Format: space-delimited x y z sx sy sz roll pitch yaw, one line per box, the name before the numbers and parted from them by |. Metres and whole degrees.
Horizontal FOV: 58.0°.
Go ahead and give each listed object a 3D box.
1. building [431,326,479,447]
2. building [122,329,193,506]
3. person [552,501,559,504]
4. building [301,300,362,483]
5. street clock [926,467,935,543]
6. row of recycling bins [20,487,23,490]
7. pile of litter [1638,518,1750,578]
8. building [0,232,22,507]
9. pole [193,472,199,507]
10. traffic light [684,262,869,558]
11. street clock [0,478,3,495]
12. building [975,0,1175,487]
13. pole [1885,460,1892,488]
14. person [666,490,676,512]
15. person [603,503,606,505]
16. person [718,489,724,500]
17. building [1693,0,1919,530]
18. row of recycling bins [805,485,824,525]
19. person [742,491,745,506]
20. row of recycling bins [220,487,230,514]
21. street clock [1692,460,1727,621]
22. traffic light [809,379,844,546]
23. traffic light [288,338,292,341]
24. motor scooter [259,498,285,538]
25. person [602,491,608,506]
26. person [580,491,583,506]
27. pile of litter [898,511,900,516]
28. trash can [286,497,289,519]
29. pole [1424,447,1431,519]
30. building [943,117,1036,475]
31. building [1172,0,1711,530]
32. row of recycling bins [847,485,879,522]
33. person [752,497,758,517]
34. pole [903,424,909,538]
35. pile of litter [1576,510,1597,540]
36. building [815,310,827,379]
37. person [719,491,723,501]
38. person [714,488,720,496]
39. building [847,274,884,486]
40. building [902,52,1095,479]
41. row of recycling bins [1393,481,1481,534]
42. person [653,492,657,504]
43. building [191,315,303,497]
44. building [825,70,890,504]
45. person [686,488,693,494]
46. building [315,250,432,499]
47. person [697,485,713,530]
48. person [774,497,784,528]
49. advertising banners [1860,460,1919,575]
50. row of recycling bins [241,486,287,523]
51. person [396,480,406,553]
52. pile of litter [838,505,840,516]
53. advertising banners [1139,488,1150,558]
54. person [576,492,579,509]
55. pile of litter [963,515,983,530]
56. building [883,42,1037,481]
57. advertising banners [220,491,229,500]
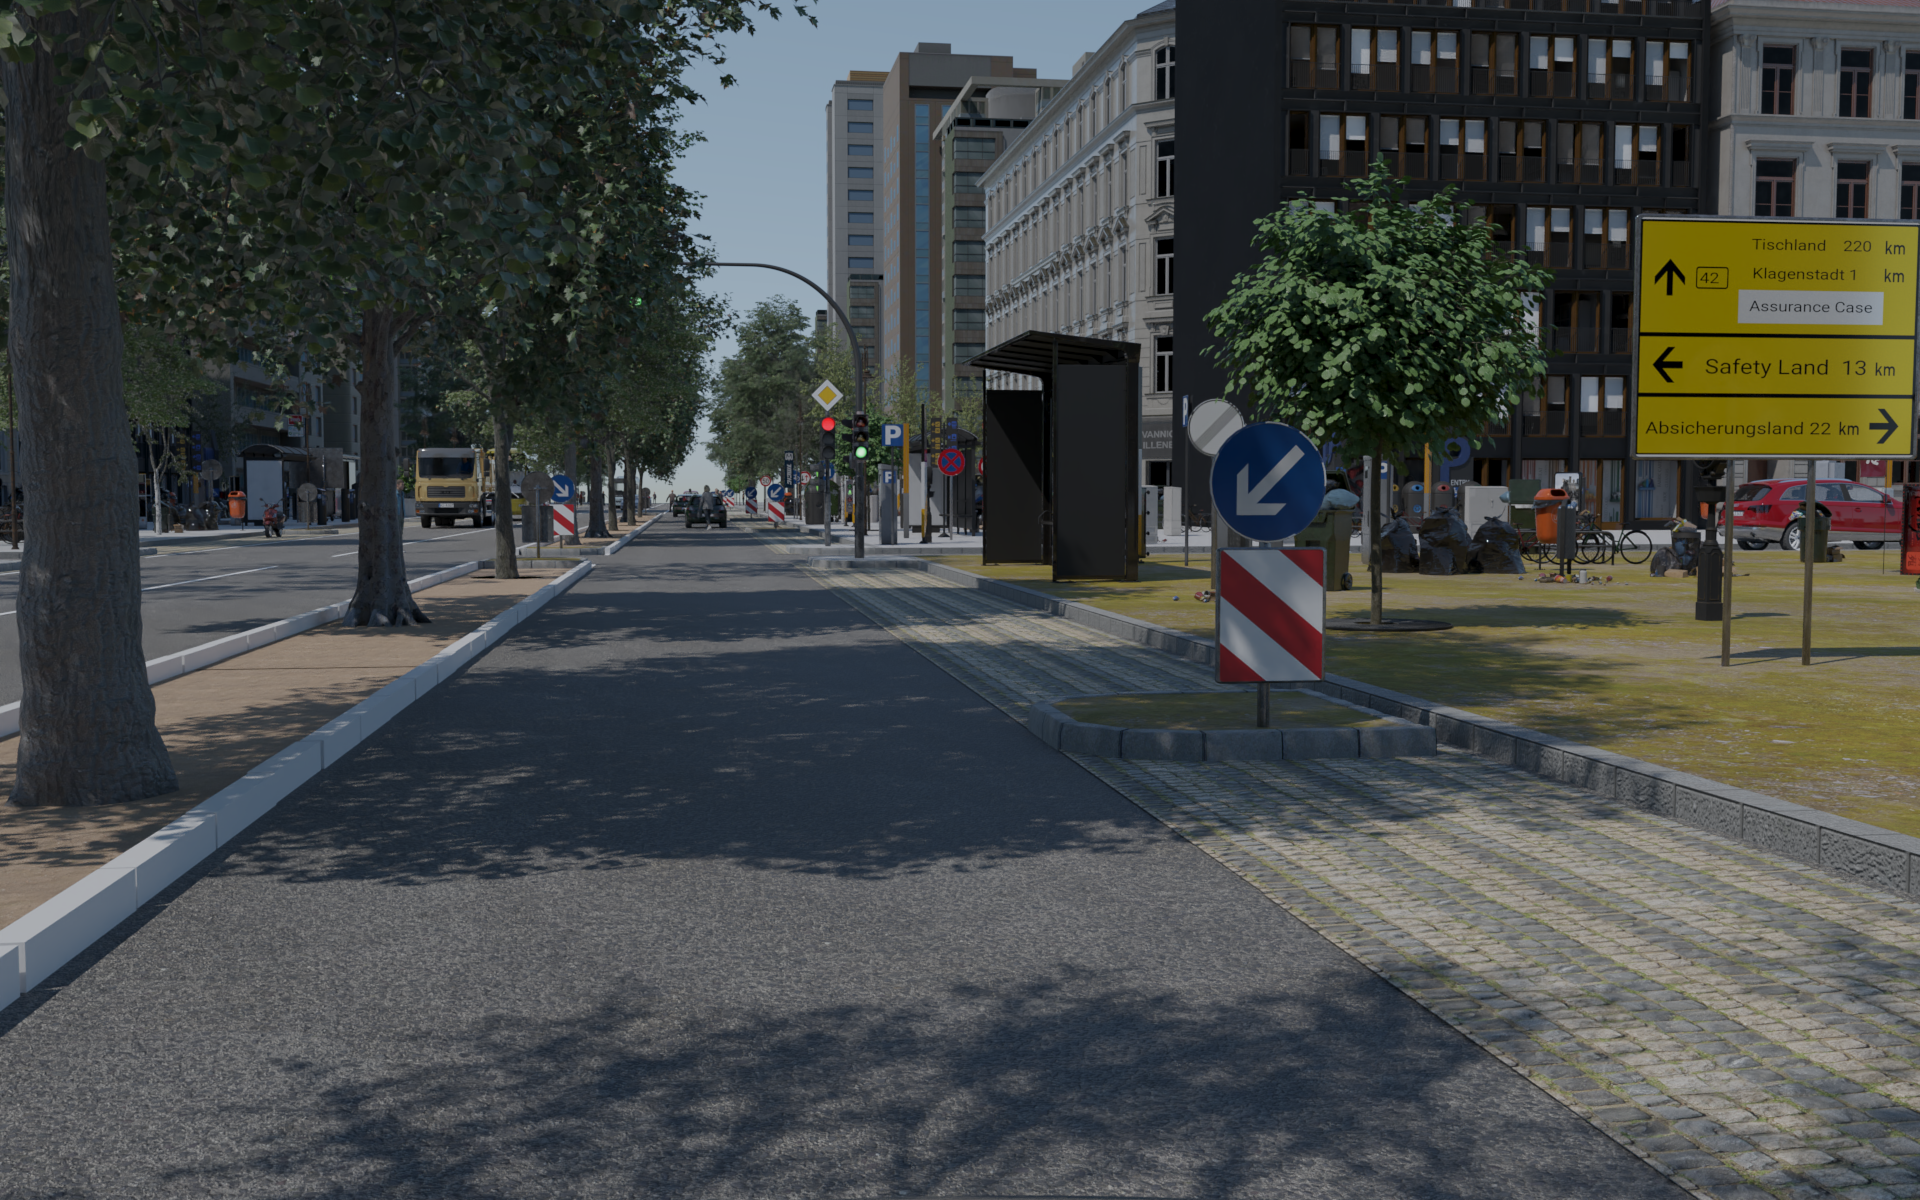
building | -81.913 -39.965 242.664 28.713 52.752 27.495 -1 4 -9
building | -52.052 -16.374 97.391 12.332 23.373 15.834 -1 4 -9
person | -34.971 -8.504 150.767 0.991 1.433 0.599 -1 4 -13
building | -66.681 -18.362 145.257 27.650 21.520 28.899 -1 4 -9
street clock | -0.832 -2.512 45.646 0.358 2.002 0.471 0 4 -1
row of recycling bins | -41.334 -4.321 77.759 1.069 1.692 3.534 -1 4 -11
pile of litter | 11.537 -0.798 27.010 1.719 0.858 1.176 0 4 -3
building | -49.707 -17.929 79.036 13.634 28.700 20.117 -1 4 -9
pole | -29.071 -4.405 65.863 0.158 3.312 0.155 0 3 0
traffic light | -4.093 -3.634 34.080 4.771 5.953 1.251 -1 4 -9
street clock | -39.316 -4.044 70.688 0.471 2.002 0.358 -2 4 -26
building | 12.811 -19.705 98.591 17.030 29.872 44.131 -1 4 -9
pole | 28.712 -3.653 53.574 0.158 3.312 0.155 0 3 0
person | -22.605 -7.761 135.940 0.990 1.755 0.434 -1 4 -15
person | -47.609 -13.639 231.513 0.705 1.822 1.348 2 4 35
person | -22.293 -9.249 159.359 1.348 1.869 0.705 -3 5 -40
building | 35.944 -14.133 67.224 21.152 22.565 11.583 -1 4 -9
row of recycling bins | -6.116 -4.084 73.887 1.069 1.692 3.534 0 4 -5
person | -24.512 -11.450 195.726 0.705 1.822 1.348 0 4 -6
row of recycling bins | -41.169 -5.488 96.840 3.534 1.692 1.069 -2 4 -35
street clock | 7.603 -0.792 17.525 0.358 2.002 0.471 -1 4 -11
traffic light | -3.264 -3.273 42.431 0.839 4.253 0.868 -1 4 -9
traffic light | -17.772 -4.009 40.208 4.771 5.953 1.251 -1 4 -9
motor scooter | -22.674 -2.719 57.228 0.815 1.314 1.986 -1 4 -9
person | -43.344 -12.364 210.670 0.705 1.822 1.348 2 4 34
person | -46.041 -12.366 210.643 0.705 1.831 1.348 -2 4 -25
pile of litter | -3.304 -5.418 102.552 1.719 0.858 1.176 2 4 27
trash can | -32.678 -4.384 83.333 0.748 1.137 0.748 0 3 0
pole | 14.542 -3.670 53.840 0.158 3.312 0.155 0 3 0
building | 5.469 -22.335 136.886 14.160 30.474 14.107 -1 4 -9
building | 17.457 -14.436 65.702 15.834 23.373 12.332 -1 4 -9
row of recycling bins | -4.232 -4.513 80.898 1.069 1.692 3.534 2 4 28
person | -12.984 -6.124 109.631 0.522 1.701 0.512 -1 4 -12
pole | -1.557 -3.444 50.145 0.158 3.312 0.155 0 3 0
pile of litter | 17.251 -2.121 48.646 1.719 0.858 1.176 -3 4 -38
building | -15.753 -30.534 270.924 14.160 30.474 14.107 -1 4 -9
person | -19.813 -8.207 143.600 0.530 1.710 0.541 1 4 18
person | -14.317 -5.677 101.740 0.576 1.772 0.534 0 4 -7
building | -8.067 -27.933 228.398 14.160 30.474 14.107 -1 4 -9
building | 11.377 -28.432 156.744 32.217 40.220 23.993 -1 4 -9
row of recycling bins | 15.072 -2.980 55.843 3.534 1.692 1.069 0 4 1
person | -43.658 -14.601 247.759 0.617 1.759 0.750 -1 4 -21
building | -59.435 -30.358 120.050 21.300 48.544 21.600 -1 4 -9
building | -8.602 -43.246 249.075 21.231 58.520 28.212 -1 4 -9
person | -17.622 -6.381 113.031 0.606 1.804 0.583 0 4 -8
building | -79.938 -32.125 217.125 32.217 40.220 23.993 -1 4 -9
person | -10.112 -3.682 68.887 0.709 1.800 0.728 -2 4 -33
person | -7.684 -3.965 73.514 0.466 1.800 0.511 0 4 2
advertising banners | 15.119 -1.897 27.209 2.074 3.025 0.090 3 5 43
row of recycling bins | -31.752 -4.400 79.046 1.069 1.692 3.534 0 4 4
person | -13.692 -2.035 42.115 0.444 1.785 0.601 2 4 24
pile of litter | -5.844 -4.685 90.566 1.176 0.858 1.719 1 4 15
advertising banners | 3.058 -2.315 34.039 0.090 3.025 2.074 3 5 45
person | -36.875 -9.561 166.284 0.415 1.643 0.593 3 5 42
pile of litter | 0.807 -2.949 62.173 1.176 0.858 1.719 -2 4 -24
building | -0.027 -32.049 174.113 14.600 45.320 14.200 -1 4 -9
advertising banners | -40.228 -6.006 94.385 0.090 3.025 2.074 3 5 41
